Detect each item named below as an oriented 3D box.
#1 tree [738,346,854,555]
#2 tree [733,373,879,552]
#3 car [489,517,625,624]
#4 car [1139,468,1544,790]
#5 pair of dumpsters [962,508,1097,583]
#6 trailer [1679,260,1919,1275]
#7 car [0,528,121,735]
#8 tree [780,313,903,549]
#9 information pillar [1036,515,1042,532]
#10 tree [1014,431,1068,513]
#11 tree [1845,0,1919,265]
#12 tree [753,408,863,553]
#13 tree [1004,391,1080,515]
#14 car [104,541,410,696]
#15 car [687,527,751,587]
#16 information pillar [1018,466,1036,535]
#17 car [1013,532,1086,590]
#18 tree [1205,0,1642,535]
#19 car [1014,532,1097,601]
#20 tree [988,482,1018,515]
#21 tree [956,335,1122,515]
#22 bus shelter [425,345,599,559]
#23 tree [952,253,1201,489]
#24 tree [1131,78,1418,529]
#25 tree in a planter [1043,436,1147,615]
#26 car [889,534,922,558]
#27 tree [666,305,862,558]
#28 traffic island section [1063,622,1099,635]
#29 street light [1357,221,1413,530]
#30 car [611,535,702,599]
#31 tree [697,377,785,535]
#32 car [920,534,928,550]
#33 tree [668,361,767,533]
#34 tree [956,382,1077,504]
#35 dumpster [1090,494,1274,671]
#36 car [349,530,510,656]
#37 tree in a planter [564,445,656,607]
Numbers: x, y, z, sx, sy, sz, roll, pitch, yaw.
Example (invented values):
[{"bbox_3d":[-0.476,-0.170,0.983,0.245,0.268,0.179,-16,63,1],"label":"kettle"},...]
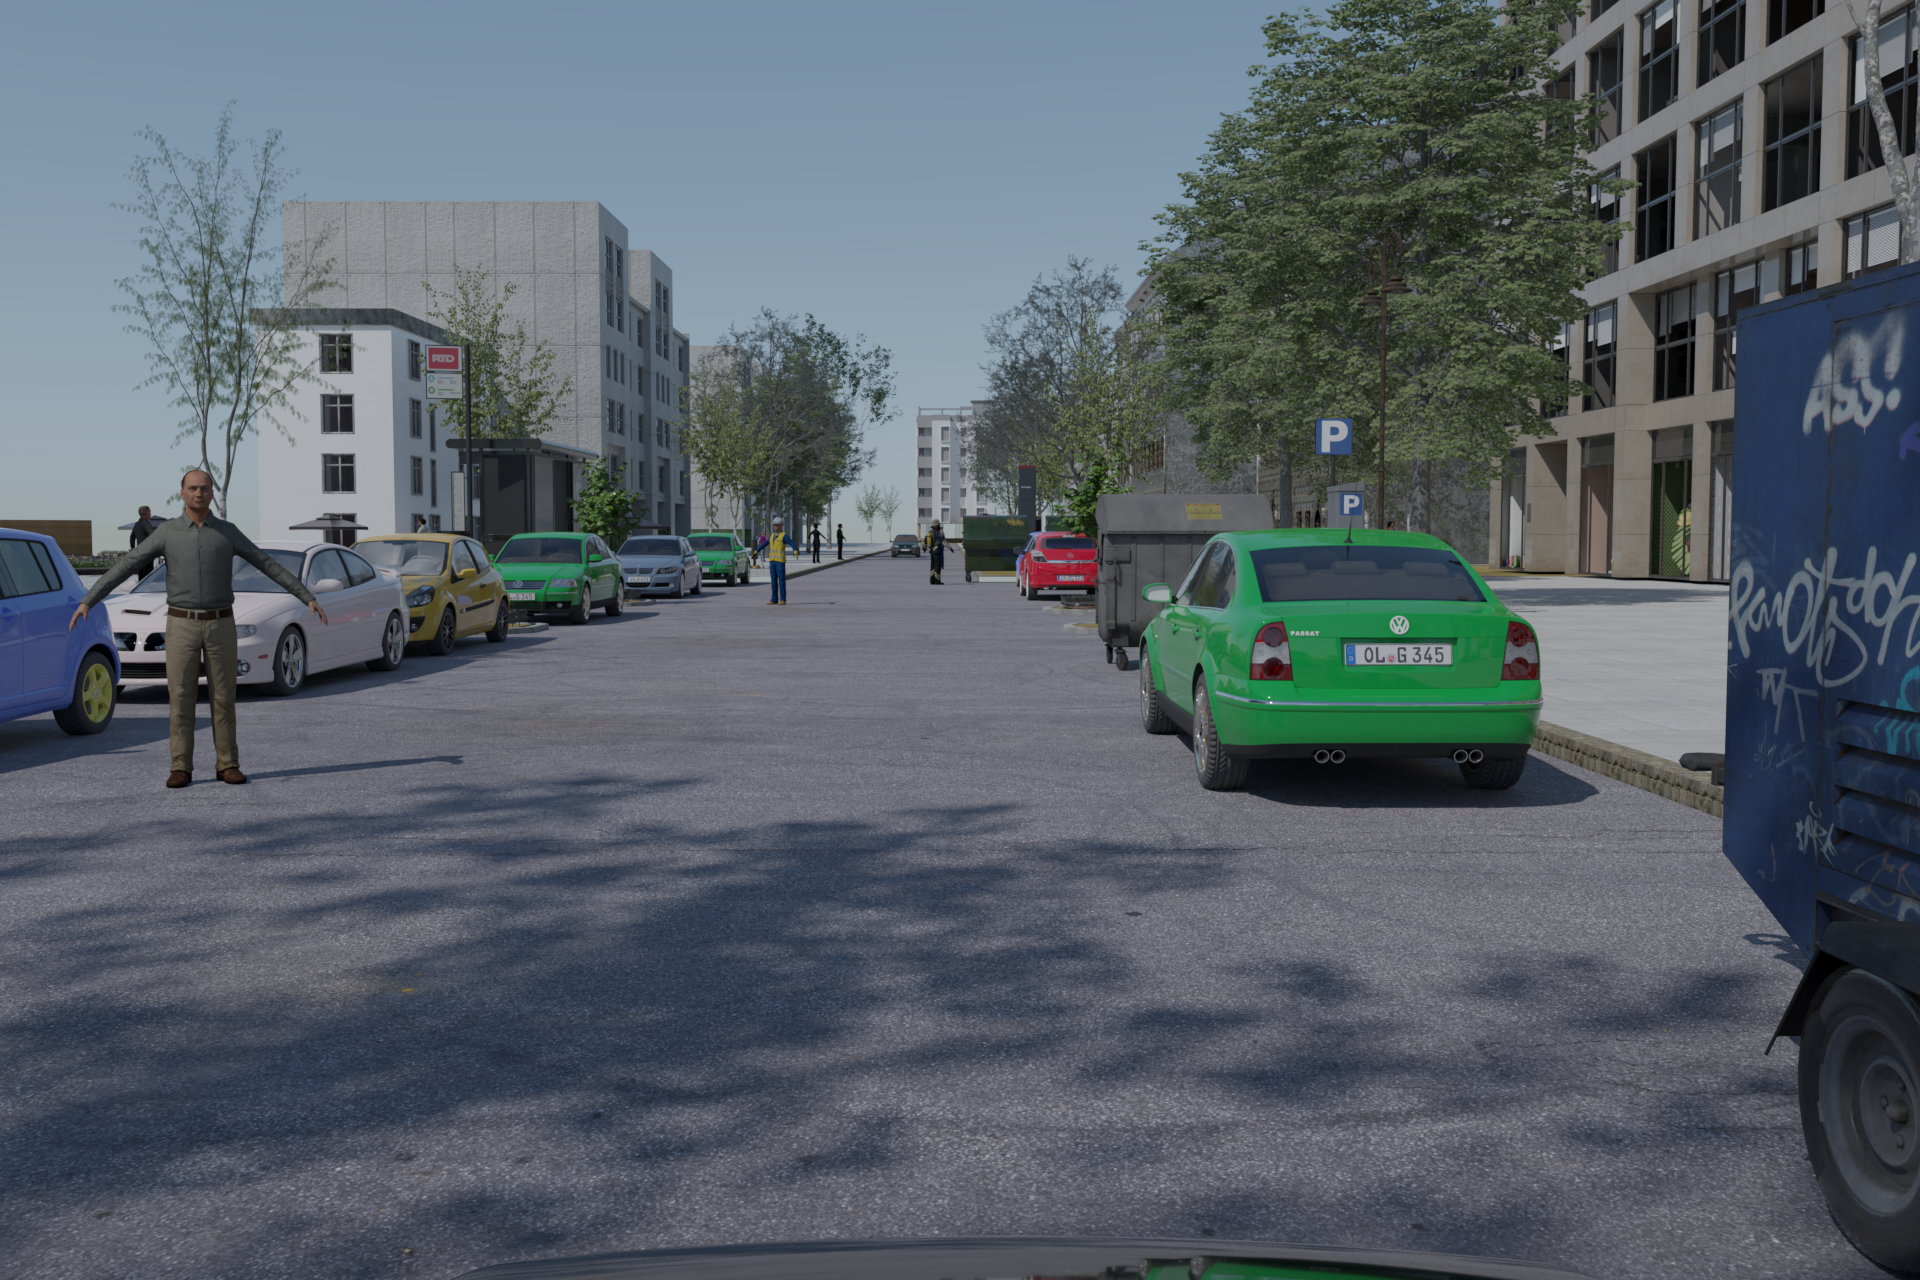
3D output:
[{"bbox_3d":[-10.081,-11.415,104.760,7.486,12.596,7.792,0,3,0],"label":"tree"},{"bbox_3d":[-10.999,-13.156,125.477,12.009,13.543,11.850,0,3,0],"label":"tree"},{"bbox_3d":[-6.800,-1.227,28.865,1.959,1.807,4.718,0,4,0],"label":"car"},{"bbox_3d":[2.216,-0.140,11.078,1.959,1.807,4.718,0,4,-1],"label":"car"},{"bbox_3d":[2.266,-2.850,51.542,4.436,2.255,1.574,0,4,-1],"label":"pair of dumpsters"},{"bbox_3d":[2.474,0.201,3.756,1.471,1.999,3.904,0,4,-1],"label":"trailer"},{"bbox_3d":[-6.990,-0.093,11.104,1.945,1.707,3.694,0,4,-1],"label":"car"},{"bbox_3d":[-10.948,-17.811,147.092,12.611,20.169,13.585,0,3,0],"label":"tree"},{"bbox_3d":[3.045,-3.845,67.350,0.304,2.012,0.304,0,4,0],"label":"information pillar"},{"bbox_3d":[5.115,-10.071,115.022,4.737,8.622,4.395,0,3,0],"label":"tree"},{"bbox_3d":[10.014,-9.718,14.784,12.611,20.169,13.585,0,3,0],"label":"tree"},{"bbox_3d":[-10.142,-11.010,114.432,8.767,10.594,7.601,1,4,15],"label":"tree"},{"bbox_3d":[4.540,-8.305,86.155,4.737,8.622,4.395,0,3,0],"label":"tree"},{"bbox_3d":[-6.826,-0.271,16.795,2.083,1.381,4.827,0,3,0],"label":"car"},{"bbox_3d":[-6.959,-2.428,48.488,1.959,1.807,4.718,0,4,0],"label":"car"},{"bbox_3d":[2.539,-4.666,65.663,0.750,3.857,0.750,0,4,-2],"label":"information pillar"},{"bbox_3d":[2.383,-2.205,45.638,1.945,1.707,3.694,0,4,-2],"label":"car"},{"bbox_3d":[8.421,-6.954,31.824,7.486,12.596,7.792,0,3,0],"label":"tree"},{"bbox_3d":[2.299,-1.819,38.778,2.155,1.783,4.494,0,4,-1],"label":"car"},{"bbox_3d":[4.462,-12.569,155.860,4.360,8.622,3.978,0,3,0],"label":"tree"},{"bbox_3d":[5.009,-11.971,106.093,12.009,13.543,11.850,0,3,0],"label":"tree"},{"bbox_3d":[-10.232,-3.783,39.477,2.179,5.291,8.768,0,3,0],"label":"bus shelter"},{"bbox_3d":[5.279,-10.079,75.155,12.009,13.543,11.850,0,3,0],"label":"tree"},{"bbox_3d":[7.930,-7.706,44.128,7.486,12.596,7.792,0,3,0],"label":"tree"},{"bbox_3d":[2.533,-2.105,31.646,1.991,3.239,1.994,0,4,-1],"label":"tree in a planter"},{"bbox_3d":[-3.293,-5.876,105.852,2.009,1.686,4.222,0,3,0],"label":"car"},{"bbox_3d":[-10.153,-11.115,92.106,12.009,13.543,11.850,0,3,0],"label":"tree"},{"bbox_3d":[2.545,-0.166,25.575,1.991,0.108,1.994,0,4,-1],"label":"traffic island section"},{"bbox_3d":[6.345,-3.256,26.021,0.468,5.910,1.993,0,4,-1],"label":"street light"},{"bbox_3d":[-7.028,-1.707,39.918,2.014,1.417,4.499,0,4,0],"label":"car"},{"bbox_3d":[-10.452,-7.994,81.068,4.737,8.622,4.395,0,3,0],"label":"tree"},{"bbox_3d":[-2.539,-8.817,154.380,2.015,1.641,3.980,0,4,0],"label":"car"},{"bbox_3d":[-10.551,-7.605,74.696,4.737,8.622,4.395,0,3,0],"label":"tree"},{"bbox_3d":[4.667,-13.673,133.918,12.009,13.543,11.850,0,3,0],"label":"tree"},{"bbox_3d":[2.379,-0.637,18.632,1.865,1.857,1.264,0,4,-2],"label":"dumpster"},{"bbox_3d":[-6.884,-0.696,21.611,2.015,1.641,3.980,0,4,-1],"label":"car"},{"bbox_3d":[-7.221,-2.305,34.910,1.991,3.239,1.994,0,3,0],"label":"tree in a planter"}]
